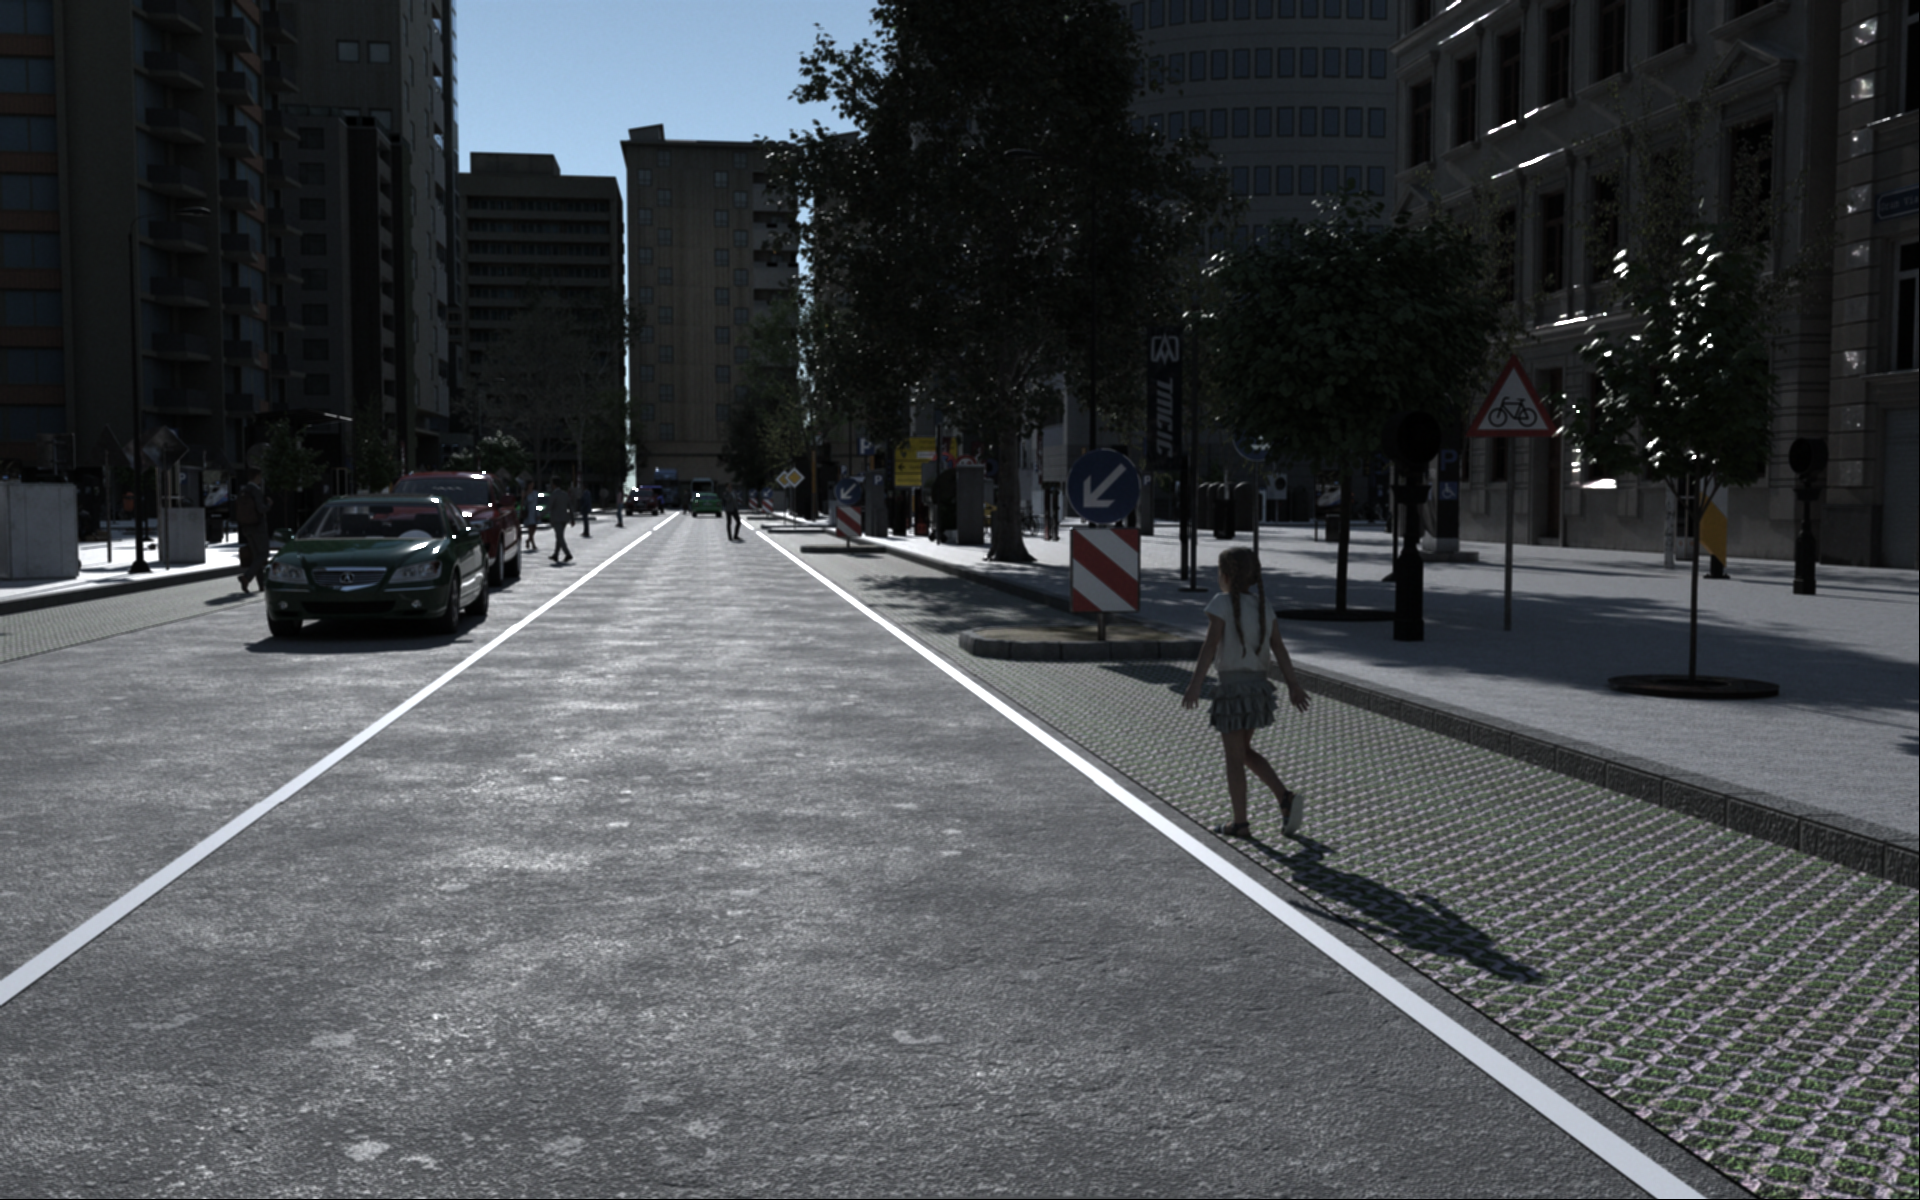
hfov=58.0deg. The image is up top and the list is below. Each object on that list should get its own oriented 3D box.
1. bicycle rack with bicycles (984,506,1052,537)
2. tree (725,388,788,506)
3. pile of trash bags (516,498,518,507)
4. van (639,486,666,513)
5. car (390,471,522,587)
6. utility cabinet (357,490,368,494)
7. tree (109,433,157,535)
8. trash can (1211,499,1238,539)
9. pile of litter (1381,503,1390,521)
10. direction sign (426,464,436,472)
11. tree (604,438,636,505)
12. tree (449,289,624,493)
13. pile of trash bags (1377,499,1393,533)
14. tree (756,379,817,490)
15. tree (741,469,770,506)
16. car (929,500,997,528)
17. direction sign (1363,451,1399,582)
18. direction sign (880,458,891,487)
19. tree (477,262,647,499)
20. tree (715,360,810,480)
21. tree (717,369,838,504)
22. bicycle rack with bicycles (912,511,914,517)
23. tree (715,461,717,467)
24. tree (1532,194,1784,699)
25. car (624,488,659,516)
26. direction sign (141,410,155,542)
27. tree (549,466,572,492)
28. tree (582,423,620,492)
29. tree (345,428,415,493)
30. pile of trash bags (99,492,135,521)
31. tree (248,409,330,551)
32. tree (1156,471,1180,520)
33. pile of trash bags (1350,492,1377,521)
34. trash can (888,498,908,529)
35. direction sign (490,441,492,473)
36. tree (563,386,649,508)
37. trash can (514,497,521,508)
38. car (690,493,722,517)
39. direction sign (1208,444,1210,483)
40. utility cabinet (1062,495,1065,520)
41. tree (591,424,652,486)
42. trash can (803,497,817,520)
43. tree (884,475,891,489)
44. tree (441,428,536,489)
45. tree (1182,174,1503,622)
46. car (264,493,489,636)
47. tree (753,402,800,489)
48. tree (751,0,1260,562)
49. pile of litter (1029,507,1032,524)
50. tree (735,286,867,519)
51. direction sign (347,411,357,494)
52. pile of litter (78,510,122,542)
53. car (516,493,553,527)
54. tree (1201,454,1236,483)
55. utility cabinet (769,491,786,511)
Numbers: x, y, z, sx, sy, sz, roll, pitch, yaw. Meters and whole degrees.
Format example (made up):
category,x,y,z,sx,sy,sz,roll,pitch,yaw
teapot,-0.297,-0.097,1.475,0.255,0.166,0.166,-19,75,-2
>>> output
category,x,y,z,sx,sy,sz,roll,pitch,yaw
bicycle rack with bicycles,1.536,-2.395,52.541,2.852,0.926,2.925,-2,4,-31
tree,-21.208,-16.249,183.794,7.486,12.596,7.792,0,3,0
pile of trash bags,-37.322,-8.016,140.811,1.912,1.369,3.447,2,4,30
van,-23.161,-7.676,129.883,2.240,2.365,5.245,-1,4,-10
car,-8.370,-1.202,28.325,2.281,1.827,5.304,-1,4,-9
utility cabinet,-30.894,-4.948,89.571,0.318,1.500,1.173,0,4,-5
tree,-26.057,-3.707,55.209,1.663,3.219,1.824,0,3,0
trash can,7.502,-2.293,49.142,0.748,1.137,0.748,0,3,0
pile of litter,20.412,-4.134,81.554,1.176,0.858,1.719,1,4,15
direction sign,-39.296,-8.366,128.774,0.379,3.537,0.876,3,4,38
tree,-41.557,-15.888,210.128,4.360,8.622,3.978,0,3,0
tree,-25.026,-11.791,103.154,12.009,13.543,11.850,0,3,0
pile of trash bags,15.800,-2.881,56.861,3.447,1.369,1.912,-1,4,-20
tree,-10.816,-9.822,110.950,4.360,8.622,3.978,0,3,0
tree,-22.441,-12.686,191.134,4.285,4.588,4.351,0,3,0
car,0.366,-3.613,69.289,3.980,1.641,2.015,0,4,-7
direction sign,6.401,-2.042,25.384,0.876,3.537,0.379,3,5,43
direction sign,-4.643,-7.142,108.766,0.876,3.537,0.379,2,4,28
tree,-32.842,-17.581,143.346,12.611,20.169,13.585,0,3,0
tree,-17.200,-14.937,154.596,12.009,13.543,11.850,0,3,0
tree,-13.166,-11.956,129.891,8.767,10.594,7.601,-1,4,-15
bicycle rack with bicycles,-2.134,-5.033,95.667,2.925,0.926,2.852,0,4,5
tree,-27.475,-17.593,222.057,8.767,10.594,7.601,0,4,7
tree,4.889,-1.022,11.314,1.663,3.219,1.824,0,3,0
car,-21.485,-6.628,117.042,2.281,1.827,5.304,0,4,-8
direction sign,-22.028,-3.353,46.813,0.379,3.537,0.876,-2,4,-30
tree,-27.416,-7.613,119.068,1.663,3.219,1.824,0,3,0
tree,-36.812,-13.924,178.014,4.737,8.622,4.395,0,3,0
tree,-17.333,-3.459,51.152,1.663,3.219,1.824,0,3,0
pile of trash bags,-40.754,-4.508,83.457,3.447,1.369,1.912,3,4,37
tree,-15.380,-2.746,39.492,1.663,3.219,1.824,0,3,0
tree,10.461,-5.634,86.715,1.663,3.219,1.824,0,3,0
pile of trash bags,19.576,-4.625,85.368,1.912,1.369,3.447,0,4,-4
trash can,-2.265,-3.141,63.012,0.748,1.137,0.748,0,3,0
direction sign,-20.305,-5.076,74.985,0.379,3.537,0.876,-1,4,-15
tree,-33.177,-14.476,162.442,9.928,11.665,9.643,0,3,0
trash can,-24.580,-5.177,96.292,0.748,1.137,0.748,0,3,0
car,-15.858,-6.088,108.327,1.959,1.807,4.718,-1,4,-10
direction sign,11.251,-5.274,78.219,0.379,3.537,0.876,0,4,4
utility cabinet,4.735,-4.543,85.448,0.306,1.237,1.020,3,5,40
tree,-43.150,-17.493,220.414,8.767,10.594,7.601,0,4,-1
trash can,-7.321,-4.467,84.682,0.748,1.137,0.748,0,3,0
tree,-5.801,-8.189,128.492,1.663,3.219,1.824,0,3,0
tree,-22.975,-6.279,86.377,4.285,4.588,4.351,0,3,0
tree,3.917,-2.094,17.951,4.285,4.588,4.351,0,3,0
car,-6.304,-0.446,19.084,2.131,1.459,4.920,-1,4,-9
tree,-14.798,-11.464,137.803,4.737,8.622,4.395,0,3,0
tree,0.868,-7.093,32.984,9.611,12.733,9.660,0,3,0
pile of litter,3.548,-3.825,76.504,1.176,0.858,1.719,-2,4,-31
tree,-7.540,-9.916,87.876,9.928,11.665,9.643,0,3,0
direction sign,-16.701,-3.414,47.815,0.379,3.537,0.876,-1,4,-16
pile of litter,-23.455,-2.001,46.688,1.719,0.858,1.176,-3,5,-44
car,-18.332,-4.064,75.247,1.959,1.807,4.718,-1,4,-9
tree,12.130,-5.355,82.159,1.663,3.219,1.824,0,3,0
utility cabinet,-15.092,-8.269,143.876,1.173,1.500,0.318,-1,4,-21
